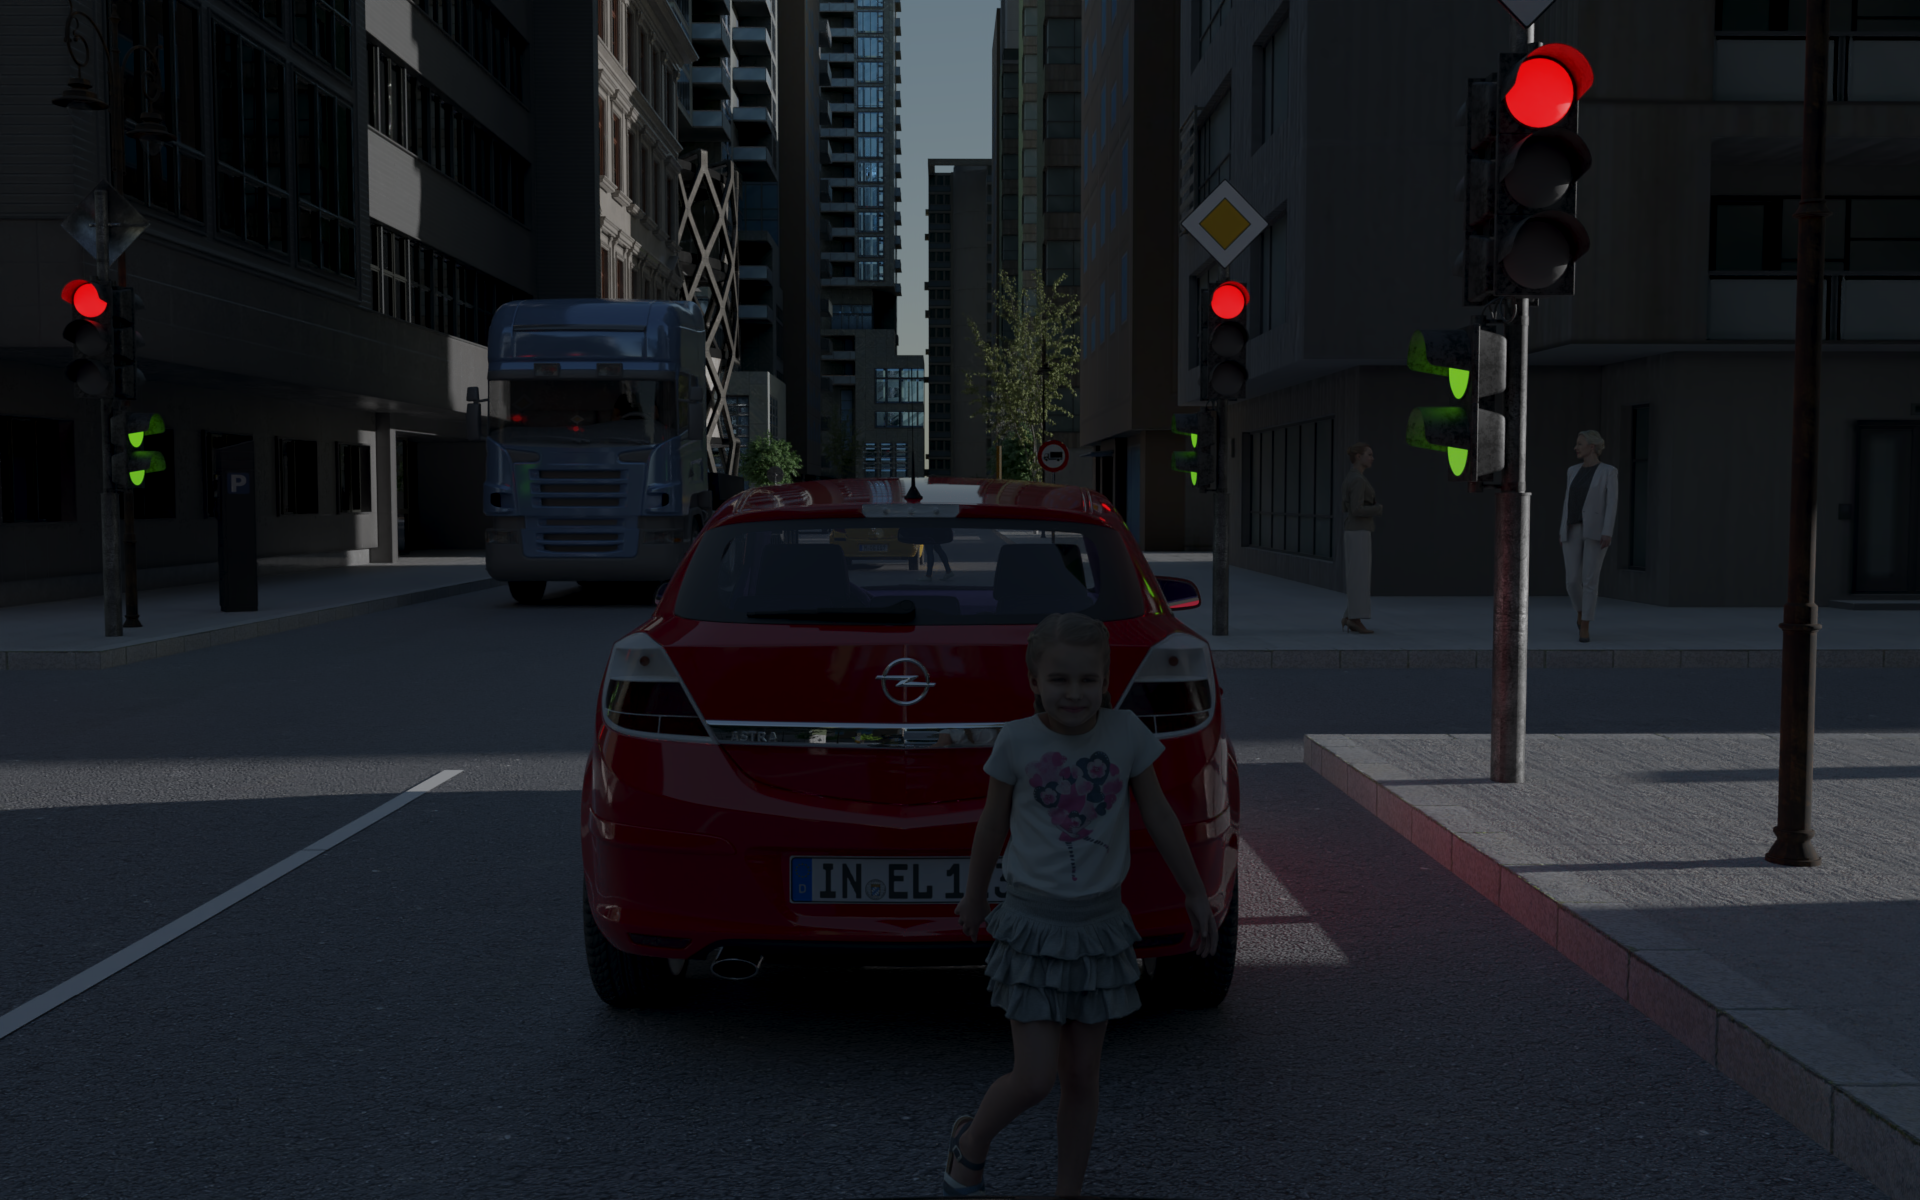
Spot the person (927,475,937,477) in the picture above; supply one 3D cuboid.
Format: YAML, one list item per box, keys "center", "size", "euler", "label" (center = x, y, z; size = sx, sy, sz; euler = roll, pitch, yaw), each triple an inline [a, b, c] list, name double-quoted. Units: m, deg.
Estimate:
- center: [-0.405, -1.189, 28.525]
  size: [0.643, 1.750, 0.593]
  euler: [0, 4, -2]
  label: "person"

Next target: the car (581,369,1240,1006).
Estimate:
- center: [-0.130, 0.166, 6.330]
  size: [2.155, 1.783, 4.494]
  euler: [0, 3, 0]
  label: "car"

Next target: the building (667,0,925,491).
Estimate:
- center: [-19.335, -53.334, 184.674]
  size: [31.000, 86.520, 22.319]
  euler: [0, 4, -1]
  label: "building"

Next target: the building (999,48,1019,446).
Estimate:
- center: [9.590, -21.075, 116.278]
  size: [14.160, 30.474, 14.107]
  euler: [0, 4, -1]
  label: "building"

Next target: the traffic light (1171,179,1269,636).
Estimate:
- center: [2.347, -1.633, 15.626]
  size: [0.839, 4.253, 0.868]
  euler: [0, 4, -1]
  label: "traffic light"

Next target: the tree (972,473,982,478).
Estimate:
- center: [1.465, -10.189, 161.190]
  size: [1.663, 3.219, 1.824]
  euler: [0, 3, 0]
  label: "tree"

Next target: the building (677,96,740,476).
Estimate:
- center: [-18.322, -12.750, 75.910]
  size: [16.820, 18.784, 16.811]
  euler: [0, 4, -1]
  label: "building"

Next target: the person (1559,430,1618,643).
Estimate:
- center: [5.539, -0.571, 15.263]
  size: [0.514, 1.842, 0.818]
  euler: [2, 4, 29]
  label: "person"

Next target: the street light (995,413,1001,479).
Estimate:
- center: [1.913, -7.195, 90.421]
  size: [0.468, 5.910, 1.993]
  euler: [0, 4, -1]
  label: "street light"

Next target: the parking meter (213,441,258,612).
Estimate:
- center: [-7.903, -0.806, 18.885]
  size: [0.399, 1.863, 0.255]
  euler: [-2, 4, -35]
  label: "parking meter"

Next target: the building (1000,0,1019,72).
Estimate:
- center: [13.672, -36.370, 136.647]
  size: [21.231, 58.520, 28.212]
  euler: [0, 4, -1]
  label: "building"

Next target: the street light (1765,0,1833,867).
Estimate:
- center: [2.907, -2.023, 5.864]
  size: [0.468, 5.910, 1.993]
  euler: [0, 4, -1]
  label: "street light"

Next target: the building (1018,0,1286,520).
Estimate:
- center: [10.367, -25.547, 101.292]
  size: [14.154, 41.232, 14.086]
  euler: [0, 4, -1]
  label: "building"

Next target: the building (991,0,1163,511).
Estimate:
- center: [10.001, -31.087, 158.376]
  size: [14.600, 45.320, 14.200]
  euler: [0, 4, -1]
  label: "building"

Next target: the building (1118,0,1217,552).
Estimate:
- center: [10.585, -24.085, 43.898]
  size: [14.600, 45.320, 14.200]
  euler: [0, 4, -1]
  label: "building"

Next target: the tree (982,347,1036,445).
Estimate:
- center: [3.177, -8.129, 83.273]
  size: [4.360, 8.622, 3.978]
  euler: [0, 3, 0]
  label: "tree"

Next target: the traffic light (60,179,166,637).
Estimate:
- center: [-7.614, -1.626, 15.503]
  size: [0.839, 4.253, 0.868]
  euler: [0, 4, -1]
  label: "traffic light"

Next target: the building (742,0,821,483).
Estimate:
- center: [-17.759, -29.231, 128.034]
  size: [14.600, 45.320, 14.200]
  euler: [0, 4, -1]
  label: "building"

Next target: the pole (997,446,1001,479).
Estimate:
- center: [1.646, -4.855, 73.220]
  size: [0.158, 3.312, 0.155]
  euler: [0, 3, 0]
  label: "pole"

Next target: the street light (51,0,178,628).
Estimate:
- center: [-7.982, -2.675, 16.526]
  size: [0.468, 5.910, 1.993]
  euler: [0, 4, -1]
  label: "street light"

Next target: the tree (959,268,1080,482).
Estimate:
- center: [2.221, -6.433, 55.544]
  size: [4.737, 8.622, 4.395]
  euler: [0, 3, 0]
  label: "tree"

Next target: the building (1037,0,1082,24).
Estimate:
- center: [9.854, -18.028, 66.457]
  size: [14.160, 30.474, 14.107]
  euler: [0, 4, -1]
  label: "building"

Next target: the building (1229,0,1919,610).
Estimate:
- center: [10.910, -20.801, 23.683]
  size: [14.086, 41.232, 14.154]
  euler: [0, 4, -1]
  label: "building"

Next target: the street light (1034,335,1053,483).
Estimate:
- center: [2.441, -4.758, 50.575]
  size: [0.468, 5.910, 1.993]
  euler: [0, 4, -1]
  label: "street light"

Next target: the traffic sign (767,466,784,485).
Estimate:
- center: [-8.413, -4.818, 78.876]
  size: [0.768, 2.556, 0.104]
  euler: [0, 4, 0]
  label: "traffic sign"

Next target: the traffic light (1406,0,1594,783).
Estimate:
- center: [2.432, -1.145, 7.641]
  size: [0.839, 4.253, 0.868]
  euler: [0, 4, -1]
  label: "traffic light"

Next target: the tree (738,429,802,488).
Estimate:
- center: [-9.588, -6.314, 86.947]
  size: [4.285, 4.588, 4.351]
  euler: [0, 3, 0]
  label: "tree"

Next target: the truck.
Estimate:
- center: [-4.788, -2.461, 29.994]
  size: [2.967, 4.110, 18.799]
  euler: [0, 4, -1]
  label: "truck"

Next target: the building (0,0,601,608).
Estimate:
- center: [-16.279, -12.966, 31.061]
  size: [14.314, 24.678, 30.058]
  euler: [0, 4, -1]
  label: "building"

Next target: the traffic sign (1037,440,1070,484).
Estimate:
- center: [2.195, -2.483, 40.710]
  size: [0.768, 2.556, 0.104]
  euler: [0, 4, 8]
  label: "traffic sign"

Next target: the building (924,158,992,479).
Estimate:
- center: [8.111, -30.521, 190.905]
  size: [23.993, 40.220, 32.217]
  euler: [0, 4, -1]
  label: "building"

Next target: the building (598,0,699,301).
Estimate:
- center: [-15.762, -13.488, 56.688]
  size: [11.583, 22.565, 21.152]
  euler: [0, 4, -1]
  label: "building"

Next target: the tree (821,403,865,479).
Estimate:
- center: [-9.515, -11.555, 139.286]
  size: [4.737, 8.622, 4.395]
  euler: [0, 3, 0]
  label: "tree"

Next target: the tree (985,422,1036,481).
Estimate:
- center: [2.895, -5.717, 77.180]
  size: [4.285, 4.588, 4.351]
  euler: [0, 3, 0]
  label: "tree"

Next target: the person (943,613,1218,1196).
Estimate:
- center: [0.230, 0.622, 3.339]
  size: [0.505, 1.210, 0.382]
  euler: [-1, 4, -10]
  label: "person"

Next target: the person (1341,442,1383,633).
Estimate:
- center: [3.706, -0.571, 15.931]
  size: [0.362, 1.759, 0.519]
  euler: [0, 4, 4]
  label: "person"

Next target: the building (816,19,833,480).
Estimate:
- center: [-26.878, -32.658, 153.574]
  size: [30.456, 49.044, 23.786]
  euler: [0, 4, -1]
  label: "building"
